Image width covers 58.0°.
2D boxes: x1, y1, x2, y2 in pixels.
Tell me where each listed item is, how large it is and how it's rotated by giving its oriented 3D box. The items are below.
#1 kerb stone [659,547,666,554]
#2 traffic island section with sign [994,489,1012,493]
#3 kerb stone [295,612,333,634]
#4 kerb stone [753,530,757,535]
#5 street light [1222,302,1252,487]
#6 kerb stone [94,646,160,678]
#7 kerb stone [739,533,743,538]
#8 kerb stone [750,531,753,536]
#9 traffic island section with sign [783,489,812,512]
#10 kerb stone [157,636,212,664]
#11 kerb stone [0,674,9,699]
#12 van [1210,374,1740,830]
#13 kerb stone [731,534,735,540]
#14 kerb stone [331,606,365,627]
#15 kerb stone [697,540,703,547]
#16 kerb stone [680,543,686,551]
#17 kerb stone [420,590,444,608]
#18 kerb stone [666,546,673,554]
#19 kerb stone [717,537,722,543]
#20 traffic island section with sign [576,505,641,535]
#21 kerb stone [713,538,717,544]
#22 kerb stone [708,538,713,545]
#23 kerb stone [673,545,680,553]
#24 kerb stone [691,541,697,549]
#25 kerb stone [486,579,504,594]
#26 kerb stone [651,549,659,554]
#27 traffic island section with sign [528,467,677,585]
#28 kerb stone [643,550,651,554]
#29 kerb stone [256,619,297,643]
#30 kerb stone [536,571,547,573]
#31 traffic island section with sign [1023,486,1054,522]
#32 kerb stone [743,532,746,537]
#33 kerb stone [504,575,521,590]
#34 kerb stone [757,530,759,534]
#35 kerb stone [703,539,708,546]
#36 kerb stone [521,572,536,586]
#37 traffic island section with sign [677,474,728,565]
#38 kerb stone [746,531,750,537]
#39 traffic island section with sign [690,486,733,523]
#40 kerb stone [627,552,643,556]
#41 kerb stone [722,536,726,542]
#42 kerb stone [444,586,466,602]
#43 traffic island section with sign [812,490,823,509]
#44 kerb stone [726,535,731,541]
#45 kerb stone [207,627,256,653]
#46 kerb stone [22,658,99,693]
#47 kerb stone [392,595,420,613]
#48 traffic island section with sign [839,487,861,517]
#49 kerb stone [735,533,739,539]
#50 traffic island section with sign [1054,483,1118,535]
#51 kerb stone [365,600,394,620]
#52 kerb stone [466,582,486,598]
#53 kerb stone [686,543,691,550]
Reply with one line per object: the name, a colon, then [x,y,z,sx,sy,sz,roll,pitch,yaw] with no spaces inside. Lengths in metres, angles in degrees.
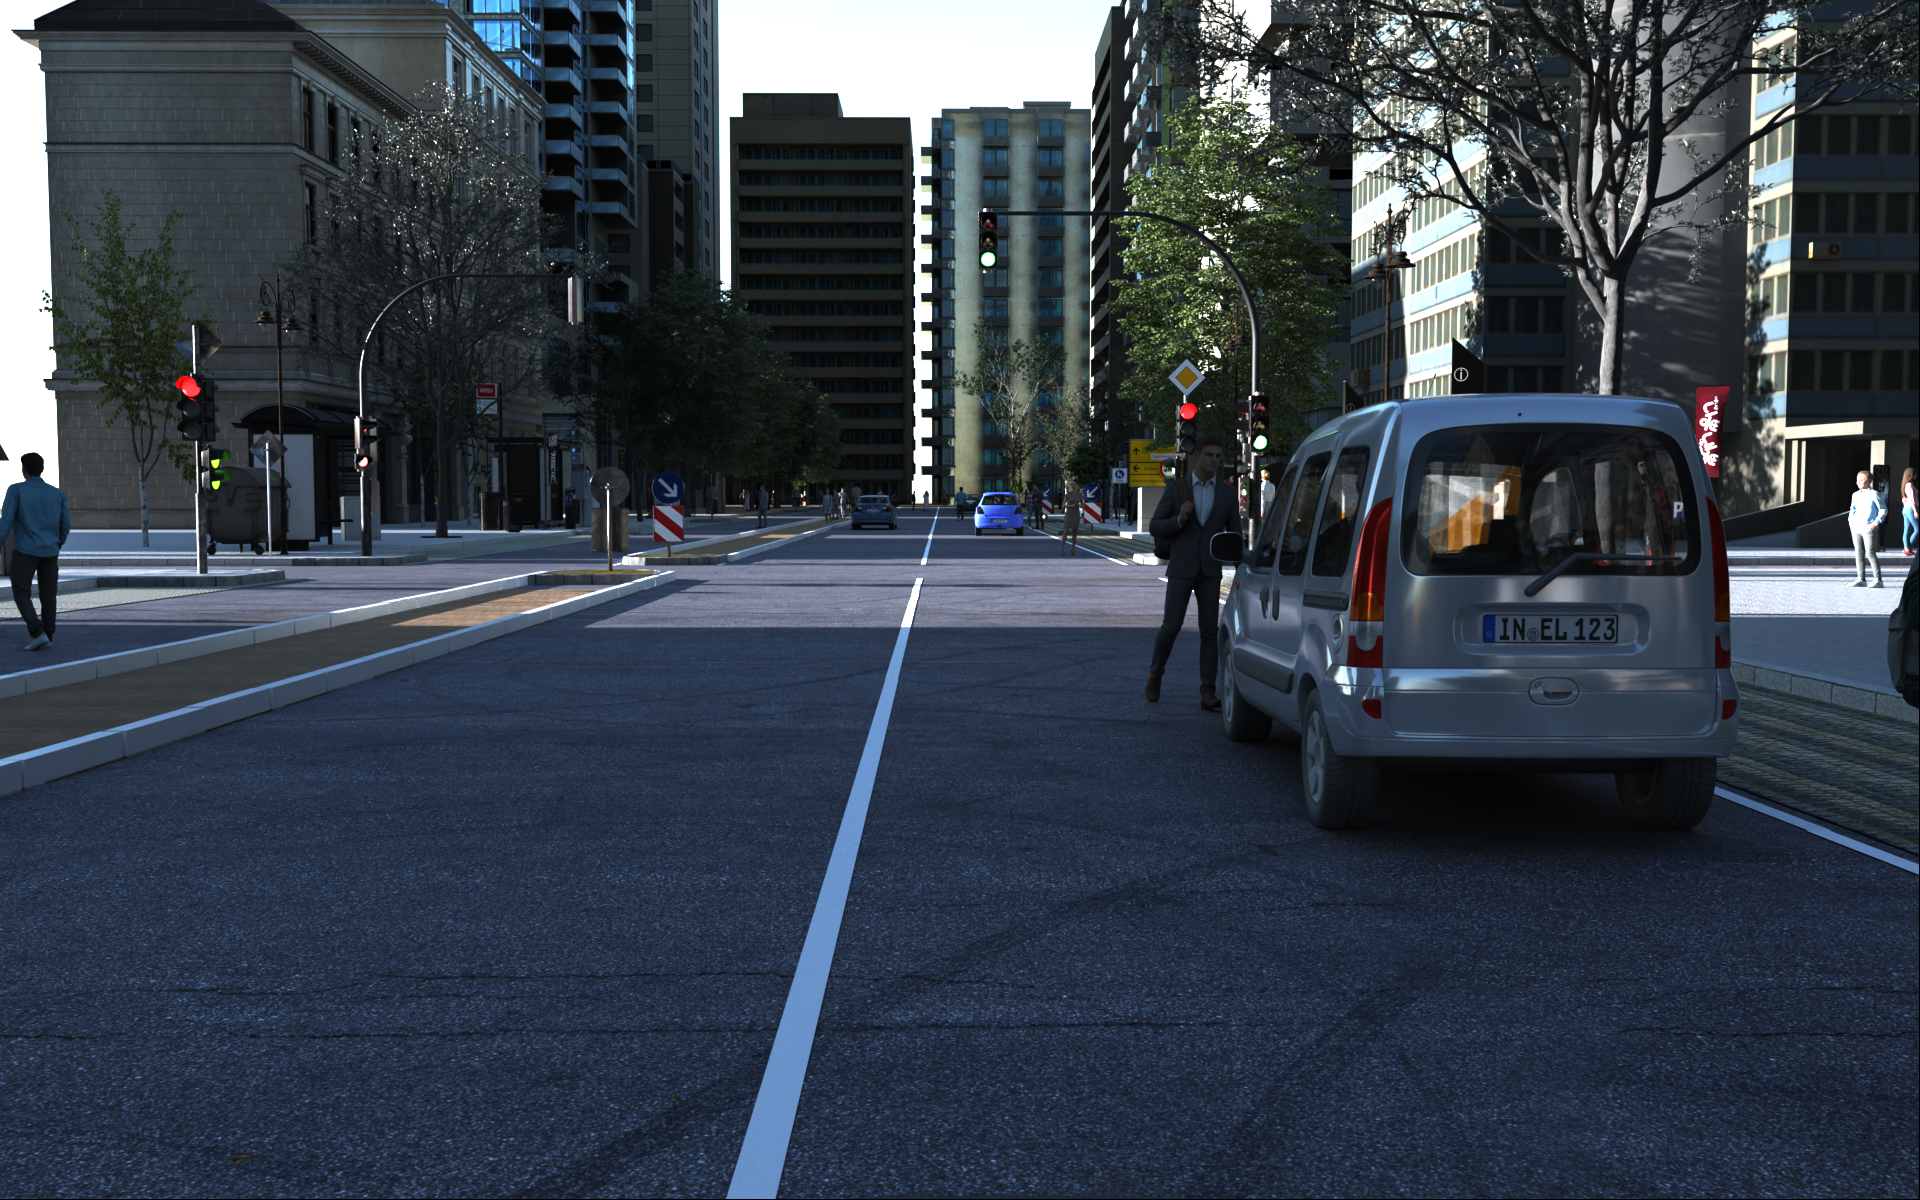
kerb stone: [-7.013,-1.093,40.113,0.120,0.150,1.000,0,4,-1]
traffic island section with sign: [3.681,-7.906,137.884,1.989,1.847,2.006,0,4,-1]
kerb stone: [-6.784,0.262,18.008,0.120,0.150,1.000,0,4,-1]
kerb stone: [-7.201,-2.283,59.582,0.120,0.150,1.000,0,4,-1]
street light: [6.662,-4.221,41.809,0.468,5.910,1.993,0,4,-1]
kerb stone: [-6.736,0.507,13.905,0.120,0.150,1.000,0,4,-1]
kerb stone: [-7.166,-2.031,55.486,0.120,0.150,1.000,0,4,-1]
kerb stone: [-7.201,-2.218,58.559,0.120,0.150,1.000,0,4,-1]
traffic island section with sign: [-13.047,-7.922,138.151,1.989,1.847,2.006,0,4,-1]
kerb stone: [-6.744,0.444,14.934,0.120,0.150,1.000,0,4,-1]
kerb stone: [-6.726,0.636,11.858,0.120,0.150,1.000,0,4,-1]
van: [2.350,-0.107,8.767,2.013,2.044,4.112,0,4,1]
kerb stone: [-7.142,-1.908,53.439,0.120,0.150,1.000,0,4,-1]
kerb stone: [-6.790,0.195,19.030,0.120,0.150,1.000,0,4,-1]
kerb stone: [-7.072,-1.470,46.260,0.120,0.150,1.000,0,4,-1]
kerb stone: [-7.040,-1.284,43.183,0.120,0.150,1.000,0,4,-1]
kerb stone: [-6.822,0.006,22.101,0.120,0.150,1.000,0,4,-1]
kerb stone: [-7.022,-1.158,41.135,0.120,0.150,1.000,0,4,-1]
kerb stone: [-7.112,-1.722,50.358,0.120,0.150,1.000,0,4,-1]
traffic island section with sign: [-12.256,-3.176,60.559,1.989,1.847,2.006,0,4,-1]
kerb stone: [-7.106,-1.660,49.336,0.120,0.150,1.000,0,4,-1]
kerb stone: [-7.088,-1.597,48.313,0.120,0.150,1.000,0,4,-1]
kerb stone: [-7.019,-1.221,42.158,0.120,0.150,1.000,0,4,-1]
kerb stone: [-7.070,-1.409,45.238,0.120,0.150,1.000,0,4,-1]
kerb stone: [-6.859,-0.182,25.170,0.120,0.150,1.000,0,4,-1]
kerb stone: [-6.998,-1.033,39.091,0.120,0.150,1.000,0,4,-1]
traffic island section with sign: [-5.833,-1.231,28.268,2.006,1.907,1.989,0,4,-1]
kerb stone: [-6.993,-0.969,38.069,0.120,0.150,1.000,0,4,-1]
kerb stone: [-6.774,0.323,16.978,0.120,0.150,1.000,0,4,-1]
kerb stone: [-6.889,-0.370,28.252,0.120,0.150,1.000,0,4,-1]
traffic island section with sign: [4.194,-4.838,87.722,1.989,1.847,2.006,0,4,-1]
kerb stone: [-7.174,-2.097,56.509,0.120,0.150,1.000,0,4,-1]
kerb stone: [-6.866,-0.245,26.201,0.120,0.150,1.000,0,4,-1]
kerb stone: [-7.222,-2.349,60.604,0.120,0.150,1.000,0,4,-1]
kerb stone: [-7.079,-1.534,47.284,0.120,0.150,1.000,0,4,-1]
kerb stone: [-6.876,-0.308,27.225,0.120,0.150,1.000,0,4,-1]
traffic island section with sign: [-5.899,-1.684,35.674,2.006,1.907,1.989,0,4,-1]
kerb stone: [-7.193,-2.159,57.533,0.120,0.150,1.000,0,4,-1]
traffic island section with sign: [-12.527,-4.825,87.513,1.989,1.847,2.006,0,4,-1]
kerb stone: [-6.973,-0.908,37.047,0.120,0.150,1.000,0,4,-1]
kerb stone: [-7.128,-1.785,51.384,0.120,0.150,1.000,0,4,-1]
kerb stone: [-6.833,-0.053,23.127,0.120,0.150,1.000,0,4,-1]
traffic island section with sign: [-13.324,-9.589,165.407,1.989,1.847,2.006,0,4,-1]
kerb stone: [-7.139,-1.843,52.406,0.120,0.150,1.000,0,4,-1]
kerb stone: [-6.766,0.382,15.956,0.120,0.150,1.000,0,4,-1]
kerb stone: [-6.731,0.571,12.879,0.120,0.150,1.000,0,4,-1]
kerb stone: [-6.821,0.068,21.079,0.120,0.150,1.000,0,4,-1]
traffic island section with sign: [-6.675,-6.280,110.809,2.006,1.907,1.989,0,4,-1]
kerb stone: [-7.153,-1.973,54.461,0.120,0.150,1.000,0,4,-1]
traffic island section with sign: [4.466,-3.189,60.768,1.989,1.847,2.006,0,4,-1]
kerb stone: [-6.806,0.139,20.054,0.120,0.150,1.000,0,4,-1]
kerb stone: [-6.844,-0.118,24.149,0.120,0.150,1.000,0,4,-1]
kerb stone: [-7.055,-1.343,44.216,0.120,0.150,1.000,0,4,-1]
